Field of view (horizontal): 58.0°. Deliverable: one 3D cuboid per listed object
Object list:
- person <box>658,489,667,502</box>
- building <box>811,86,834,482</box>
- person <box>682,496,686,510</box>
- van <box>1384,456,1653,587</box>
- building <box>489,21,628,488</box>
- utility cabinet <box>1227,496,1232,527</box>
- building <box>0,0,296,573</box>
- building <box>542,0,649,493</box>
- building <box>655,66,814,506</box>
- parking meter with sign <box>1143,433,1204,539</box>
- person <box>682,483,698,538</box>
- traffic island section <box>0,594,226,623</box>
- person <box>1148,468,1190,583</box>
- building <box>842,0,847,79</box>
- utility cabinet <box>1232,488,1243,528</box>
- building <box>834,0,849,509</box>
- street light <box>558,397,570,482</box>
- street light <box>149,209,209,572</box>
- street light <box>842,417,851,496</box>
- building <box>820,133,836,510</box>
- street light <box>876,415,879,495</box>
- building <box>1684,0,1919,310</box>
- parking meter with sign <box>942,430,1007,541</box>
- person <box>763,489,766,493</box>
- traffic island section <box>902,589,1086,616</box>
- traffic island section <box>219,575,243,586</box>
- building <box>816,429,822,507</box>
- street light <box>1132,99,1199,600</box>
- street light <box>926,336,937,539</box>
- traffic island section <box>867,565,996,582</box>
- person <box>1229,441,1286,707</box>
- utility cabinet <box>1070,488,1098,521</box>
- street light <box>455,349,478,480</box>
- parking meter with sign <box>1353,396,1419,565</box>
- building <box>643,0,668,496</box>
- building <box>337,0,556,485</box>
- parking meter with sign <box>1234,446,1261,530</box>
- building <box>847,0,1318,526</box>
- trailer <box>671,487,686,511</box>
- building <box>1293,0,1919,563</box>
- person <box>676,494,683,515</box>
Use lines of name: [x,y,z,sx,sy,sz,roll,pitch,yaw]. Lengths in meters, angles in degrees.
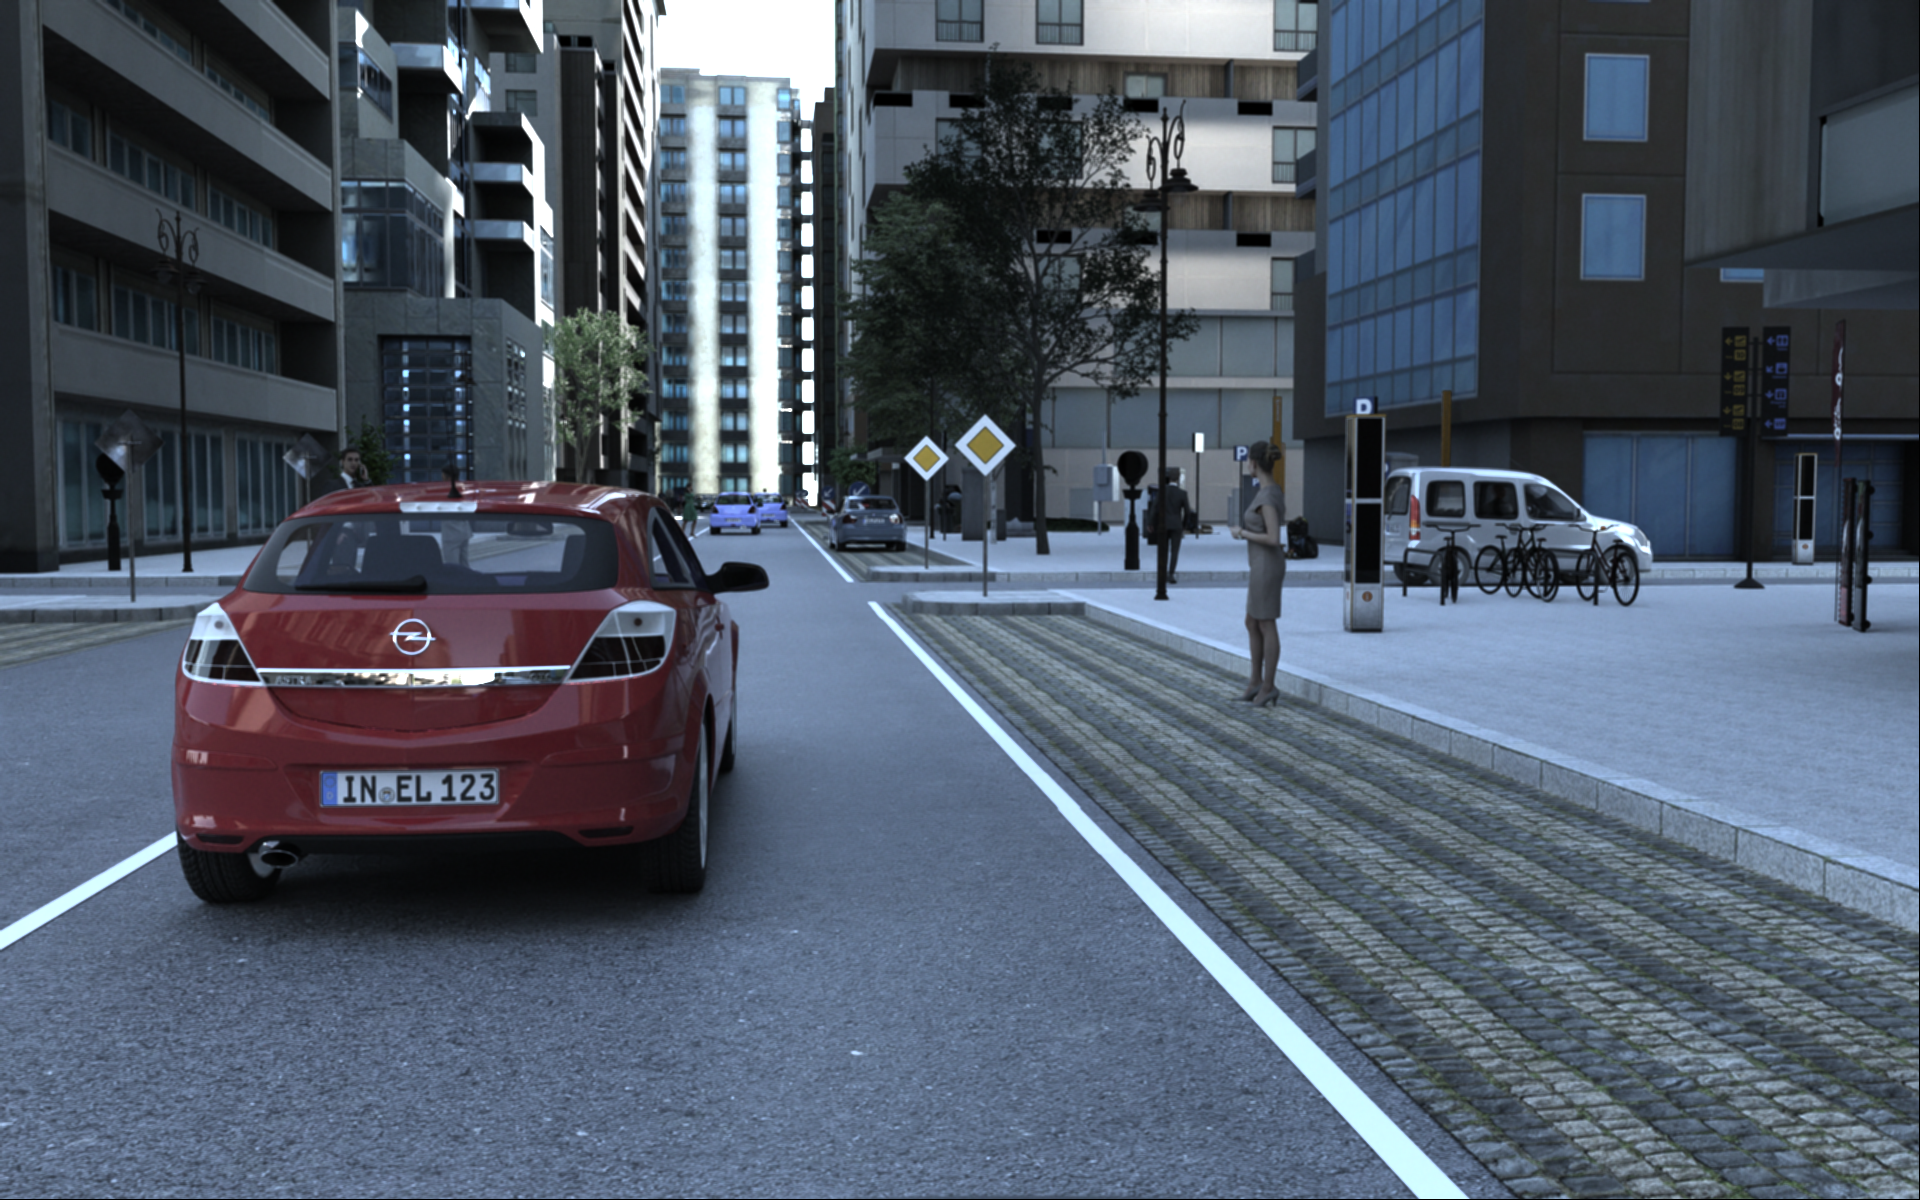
person: [-21.419,-7.093,124.913,0.683,1.767,0.568,-3,4,-36]
building: [-9.293,-33.290,194.394,14.200,45.320,14.600,0,4,-6]
person: [-19.044,-6.608,119.725,0.799,1.438,0.628,3,5,42]
van: [8.631,-1.219,26.945,4.112,2.044,2.013,0,4,-6]
building: [-28.846,-20.658,109.468,14.160,30.474,14.107,0,4,-6]
utility cabinet: [10.859,-3.406,66.844,1.020,1.237,0.306,-1,4,-11]
building: [-26.674,-25.205,35.801,21.300,48.544,21.600,0,4,-6]
building: [-34.526,-30.758,126.593,21.300,48.544,21.600,0,4,-6]
building: [-32.162,-35.313,196.975,30.456,49.044,23.786,0,4,-6]
parking meter with sign: [6.113,-3.289,50.031,1.738,3.016,0.543,2,4,33]
person: [-8.836,-2.920,56.489,0.529,1.795,0.600,1,4,9]
traffic island section: [-9.845,0.104,20.577,2.009,0.180,2.903,0,4,-6]
person: [3.395,-1.204,27.958,0.659,1.850,0.755,1,4,13]
building: [-0.400,-28.298,112.786,14.600,45.320,14.200,0,4,-6]
utility cabinet: [10.810,-3.441,64.947,1.173,1.500,0.318,0,4,-7]
building: [-2.282,-27.171,127.841,14.154,41.232,14.086,0,4,-6]
street light: [-18.765,-6.697,82.283,0.468,5.910,1.993,0,4,-6]
street light: [-12.743,-3.401,28.401,0.468,5.910,1.993,0,4,-6]
street light: [-6.804,-8.031,104.087,0.468,5.910,1.993,0,4,-6]
building: [-4.461,-22.667,142.305,14.160,30.474,14.107,0,4,-6]
street light: [-3.708,-6.383,77.155,0.468,5.910,1.993,0,4,-6]
building: [11.798,-19.808,7.458,14.154,41.232,14.086,0,4,-6]
parking meter with sign: [0.399,-3.148,47.725,1.738,3.016,0.543,0,4,-3]
person: [-13.723,-6.918,121.629,0.705,1.821,1.348,-1,4,-23]
traffic island section: [0.335,0.035,21.702,2.009,0.180,2.903,0,4,-6]
traffic island section: [-10.729,-0.381,28.513,2.009,0.180,2.903,0,4,-6]
building: [-2.215,-52.081,164.197,22.319,86.520,31.000,0,4,-6]
street light: [2.447,-2.940,20.860,0.468,5.910,1.993,0,4,-6]
street light: [-0.808,-4.707,49.745,0.468,5.910,1.993,0,4,-6]
traffic island section: [-0.550,-0.450,29.638,2.009,0.180,2.903,0,4,-6]
person: [1.990,-0.168,11.590,0.374,1.781,0.599,1,4,11]
utility cabinet: [4.681,-3.458,65.216,1.173,1.500,0.318,3,5,44]
street light: [-15.740,-5.049,55.343,0.468,5.910,1.993,0,4,-6]
parking meter with sign: [7.982,-2.158,31.547,1.738,3.016,0.543,-2,4,-30]
building: [-41.741,-34.997,161.438,27.495,52.752,28.713,0,4,-6]
building: [-27.885,-46.256,68.954,22.319,86.520,31.000,0,4,-6]
parking meter with sign: [10.375,-4.004,61.730,0.543,3.016,1.738,-1,4,-16]
building: [8.677,-30.118,81.668,28.713,52.752,27.495,0,4,-6]
trailer: [-23.328,-8.376,143.999,1.471,1.999,3.904,0,4,-7]
building: [16.473,-23.722,37.962,14.200,45.320,14.600,0,4,-6]
person: [-19.061,-6.484,117.752,0.421,1.427,0.697,-2,4,-31]
